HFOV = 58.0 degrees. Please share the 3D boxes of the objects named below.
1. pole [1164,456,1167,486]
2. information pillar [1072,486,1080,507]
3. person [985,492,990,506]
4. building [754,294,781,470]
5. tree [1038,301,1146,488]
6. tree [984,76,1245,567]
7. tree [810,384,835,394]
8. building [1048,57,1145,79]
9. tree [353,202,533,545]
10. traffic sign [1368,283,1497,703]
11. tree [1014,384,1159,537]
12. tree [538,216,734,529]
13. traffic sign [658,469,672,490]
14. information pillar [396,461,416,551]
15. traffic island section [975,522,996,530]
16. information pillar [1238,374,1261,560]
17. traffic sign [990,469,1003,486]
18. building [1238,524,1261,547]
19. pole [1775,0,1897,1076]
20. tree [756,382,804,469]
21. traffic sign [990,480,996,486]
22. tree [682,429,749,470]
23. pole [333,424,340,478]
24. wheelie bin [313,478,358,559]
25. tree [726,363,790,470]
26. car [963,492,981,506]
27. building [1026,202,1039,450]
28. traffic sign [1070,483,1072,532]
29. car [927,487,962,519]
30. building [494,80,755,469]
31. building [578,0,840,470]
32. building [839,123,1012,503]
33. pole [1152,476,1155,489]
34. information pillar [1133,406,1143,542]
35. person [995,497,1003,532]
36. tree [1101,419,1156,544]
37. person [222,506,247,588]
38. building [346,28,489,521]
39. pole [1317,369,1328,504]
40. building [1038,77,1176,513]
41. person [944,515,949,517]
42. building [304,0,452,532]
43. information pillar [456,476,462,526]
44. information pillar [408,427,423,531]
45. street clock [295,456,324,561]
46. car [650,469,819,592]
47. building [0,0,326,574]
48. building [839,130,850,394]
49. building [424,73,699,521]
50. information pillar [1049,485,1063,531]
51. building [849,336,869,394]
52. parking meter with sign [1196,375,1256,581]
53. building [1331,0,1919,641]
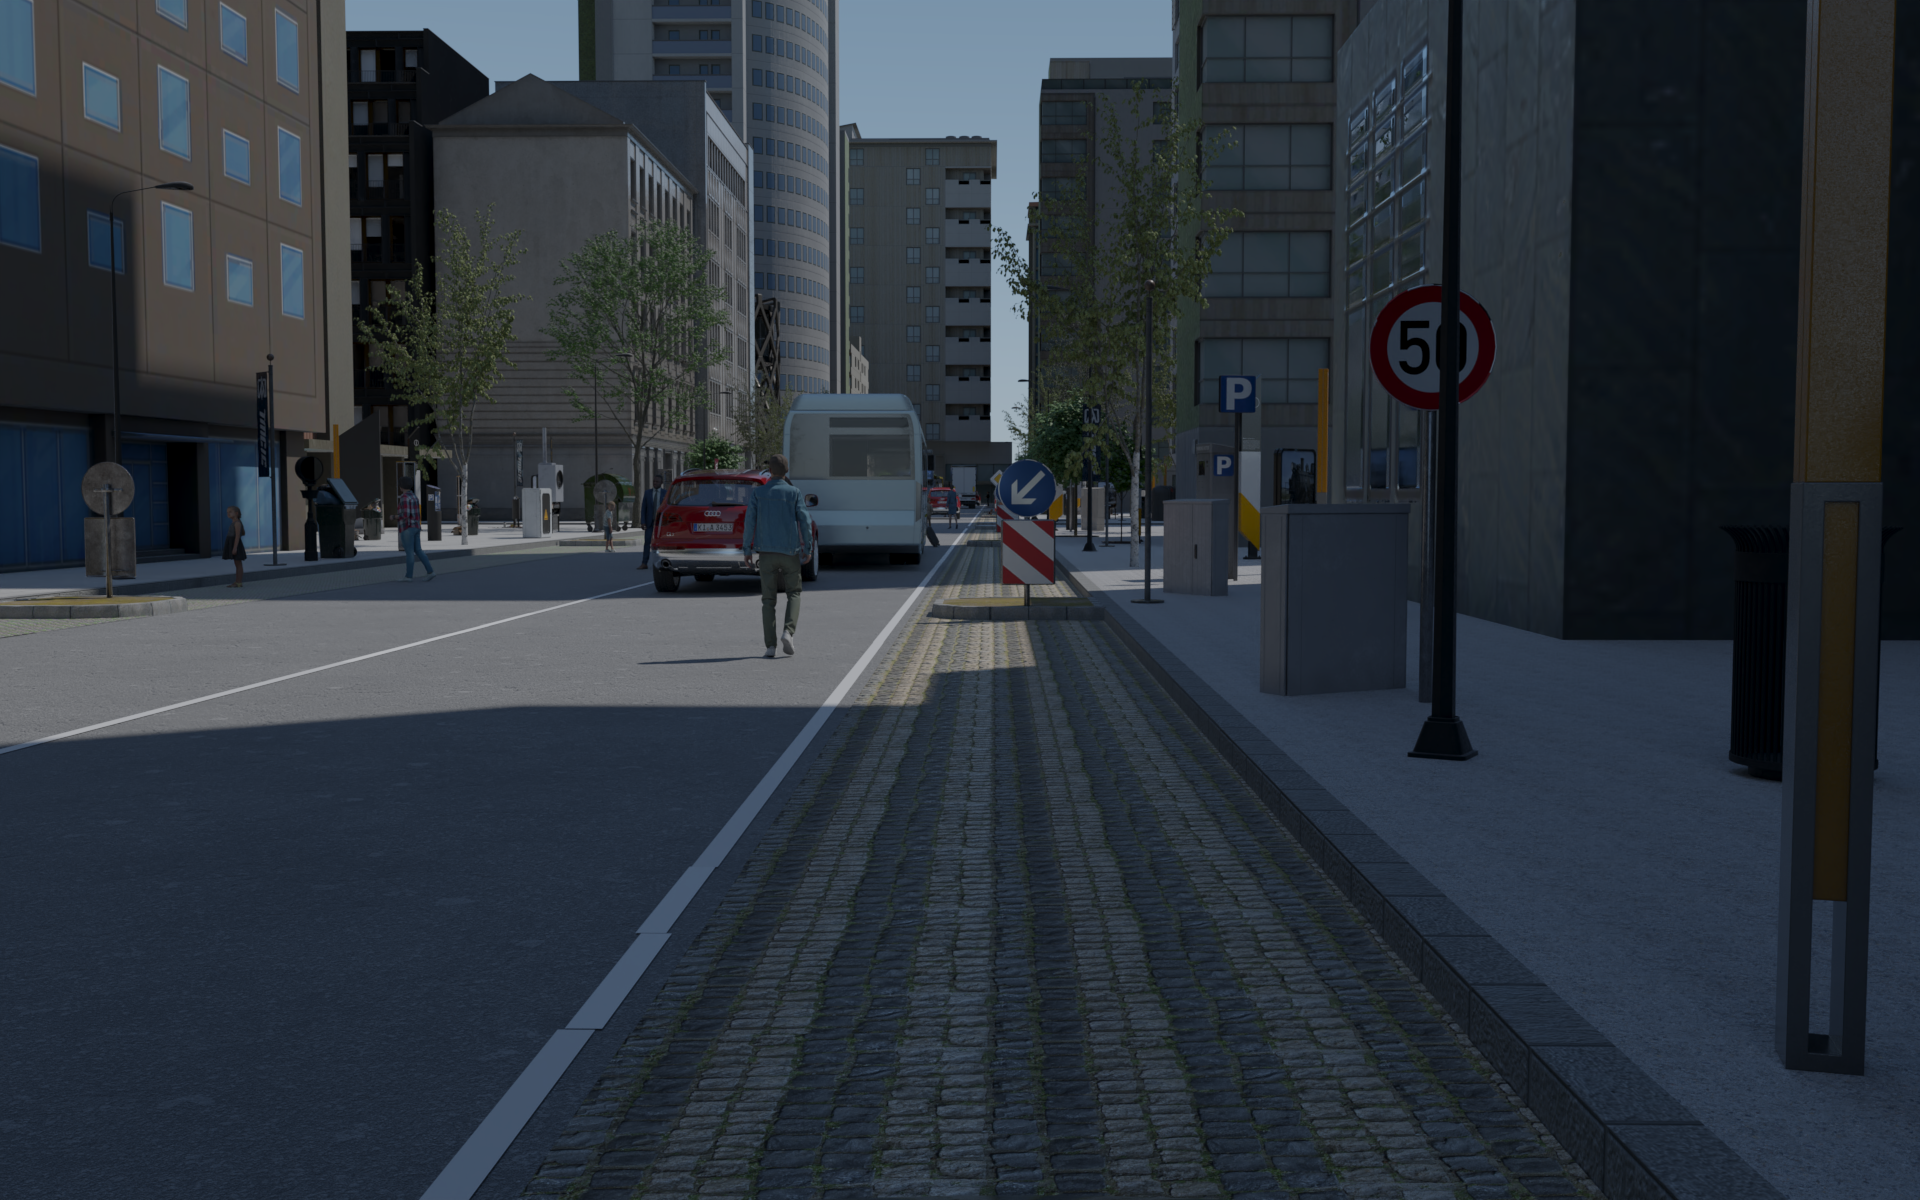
[{"bbox_3d":[11.011,-6.063,92.965,0.158,3.312,0.155,0,3,0],"label":"pole"},{"bbox_3d":[7.062,-6.977,105.430,0.504,3.616,0.183,1,4,21],"label":"information pillar"},{"bbox_3d":[3.169,-11.704,200.683,0.721,1.723,1.217,2,4,24],"label":"person"},{"bbox_3d":[-21.998,-16.002,129.088,16.820,18.784,16.811,0,4,1],"label":"building"},{"bbox_3d":[4.919,-7.046,65.566,4.360,8.622,3.978,0,3,0],"label":"tree"},{"bbox_3d":[2.876,-4.897,30.423,4.737,8.622,4.395,0,3,0],"label":"tree"},{"bbox_3d":[-10.738,-13.021,147.301,7.601,10.594,8.767,2,4,34],"label":"tree"},{"bbox_3d":[15.368,-29.510,166.090,14.154,41.232,14.086,0,4,1],"label":"building"},{"bbox_3d":[-12.700,-5.705,43.642,4.737,8.622,4.395,0,3,0],"label":"tree"},{"bbox_3d":[2.868,-0.642,10.595,0.768,2.556,0.104,0,4,4],"label":"traffic sign"},{"bbox_3d":[3.405,-4.181,52.080,4.285,4.588,4.351,0,3,0],"label":"tree"},{"bbox_3d":[-11.978,-8.485,64.491,9.928,11.665,9.643,0,3,0],"label":"tree"},{"bbox_3d":[-12.004,-4.182,70.499,0.606,2.300,0.079,0,4,2],"label":"traffic sign"},{"bbox_3d":[-12.415,-2.102,38.859,0.304,2.012,0.304,3,5,40],"label":"information pillar"},{"bbox_3d":[1.627,-2.944,70.415,2.009,0.180,2.903,0,4,1],"label":"traffic island section"},{"bbox_3d":[5.676,-2.600,33.865,0.504,3.616,0.183,-2,4,-29],"label":"information pillar"},{"bbox_3d":[1.603,-4.079,70.338,0.795,2.450,0.064,0,4,1],"label":"traffic sign"},{"bbox_3d":[12.865,-22.230,47.056,14.154,41.232,14.086,0,4,1],"label":"building"},{"bbox_3d":[1.938,-0.610,3.811,0.158,3.312,0.155,0,3,0],"label":"pole"},{"bbox_3d":[-11.703,-10.000,113.855,4.737,8.622,4.395,0,3,0],"label":"tree"},{"bbox_3d":[1.757,-4.568,78.322,0.795,2.450,0.064,0,4,1],"label":"traffic sign"},{"bbox_3d":[-12.446,-6.379,88.010,4.285,4.588,4.351,0,3,0],"label":"tree"},{"bbox_3d":[-18.249,-3.479,50.731,0.158,3.312,0.155,0,3,0],"label":"pole"},{"bbox_3d":[-12.522,-1.638,34.690,0.693,1.594,0.980,0,4,6],"label":"wheelie bin"},{"bbox_3d":[-11.367,-9.018,97.800,4.360,8.622,3.978,0,3,0],"label":"tree"},{"bbox_3d":[1.450,-12.595,214.604,2.281,1.827,5.304,0,4,3],"label":"car"},{"bbox_3d":[22.392,-36.410,249.923,28.867,44.769,22.147,0,4,1],"label":"building"},{"bbox_3d":[3.777,-3.598,58.927,0.768,2.556,0.104,1,4,10],"label":"traffic sign"},{"bbox_3d":[-1.016,-5.613,100.448,2.281,1.827,5.304,0,4,-1],"label":"car"},{"bbox_3d":[-20.335,-17.818,109.339,12.078,24.808,19.932,0,4,1],"label":"building"},{"bbox_3d":[-23.310,-38.229,167.049,21.231,58.520,28.212,0,4,1],"label":"building"},{"bbox_3d":[-6.183,-40.653,253.907,27.495,52.752,28.713,0,4,1],"label":"building"},{"bbox_3d":[12.757,-7.369,114.325,0.158,3.312,0.155,0,3,0],"label":"pole"},{"bbox_3d":[4.767,-3.376,46.545,0.183,3.616,0.504,-1,4,-14],"label":"information pillar"},{"bbox_3d":[1.570,-3.429,65.565,0.512,1.701,0.522,0,4,1],"label":"person"},{"bbox_3d":[4.316,-3.077,44.903,1.663,3.219,1.824,0,3,0],"label":"tree"},{"bbox_3d":[-11.084,-0.811,26.432,0.373,1.253,0.362,-2,4,-33],"label":"person"},{"bbox_3d":[-33.091,-15.735,86.938,15.834,23.373,12.332,0,4,1],"label":"building"},{"bbox_3d":[5.919,-2.107,28.300,0.158,3.312,0.155,0,3,0],"label":"pole"},{"bbox_3d":[12.578,-21.549,124.019,14.160,30.474,14.107,0,4,1],"label":"building"},{"bbox_3d":[-0.776,-6.022,107.162,0.606,1.804,0.583,-2,4,-28],"label":"person"},{"bbox_3d":[-34.705,-24.599,56.826,28.867,44.769,22.147,0,4,1],"label":"building"},{"bbox_3d":[-20.301,-4.039,70.530,0.304,2.012,0.304,-2,4,-30],"label":"information pillar"},{"bbox_3d":[-19.014,-4.221,60.374,0.183,3.616,0.504,2,4,28],"label":"information pillar"},{"bbox_3d":[-12.416,-1.744,33.085,0.358,2.002,0.471,3,5,44],"label":"street clock"},{"bbox_3d":[-3.402,-1.111,26.846,2.281,1.827,5.304,0,4,1],"label":"car"},{"bbox_3d":[-21.738,-23.356,31.974,14.600,45.320,14.200,0,4,1],"label":"building"},{"bbox_3d":[-19.644,-30.930,189.300,14.154,41.232,14.086,0,4,1],"label":"building"},{"bbox_3d":[-19.970,-14.754,90.381,9.793,20.994,18.267,0,4,1],"label":"building"},{"bbox_3d":[3.333,-4.217,60.297,0.504,3.616,0.183,0,4,-6],"label":"information pillar"},{"bbox_3d":[-26.675,-22.522,213.278,28.899,21.520,27.650,0,4,1],"label":"building"},{"bbox_3d":[3.908,-1.838,26.307,0.543,3.016,1.738,-1,4,-11],"label":"parking meter with sign"},{"bbox_3d":[16.356,-42.490,7.376,22.319,86.520,31.000,0,4,1],"label":"building"}]
